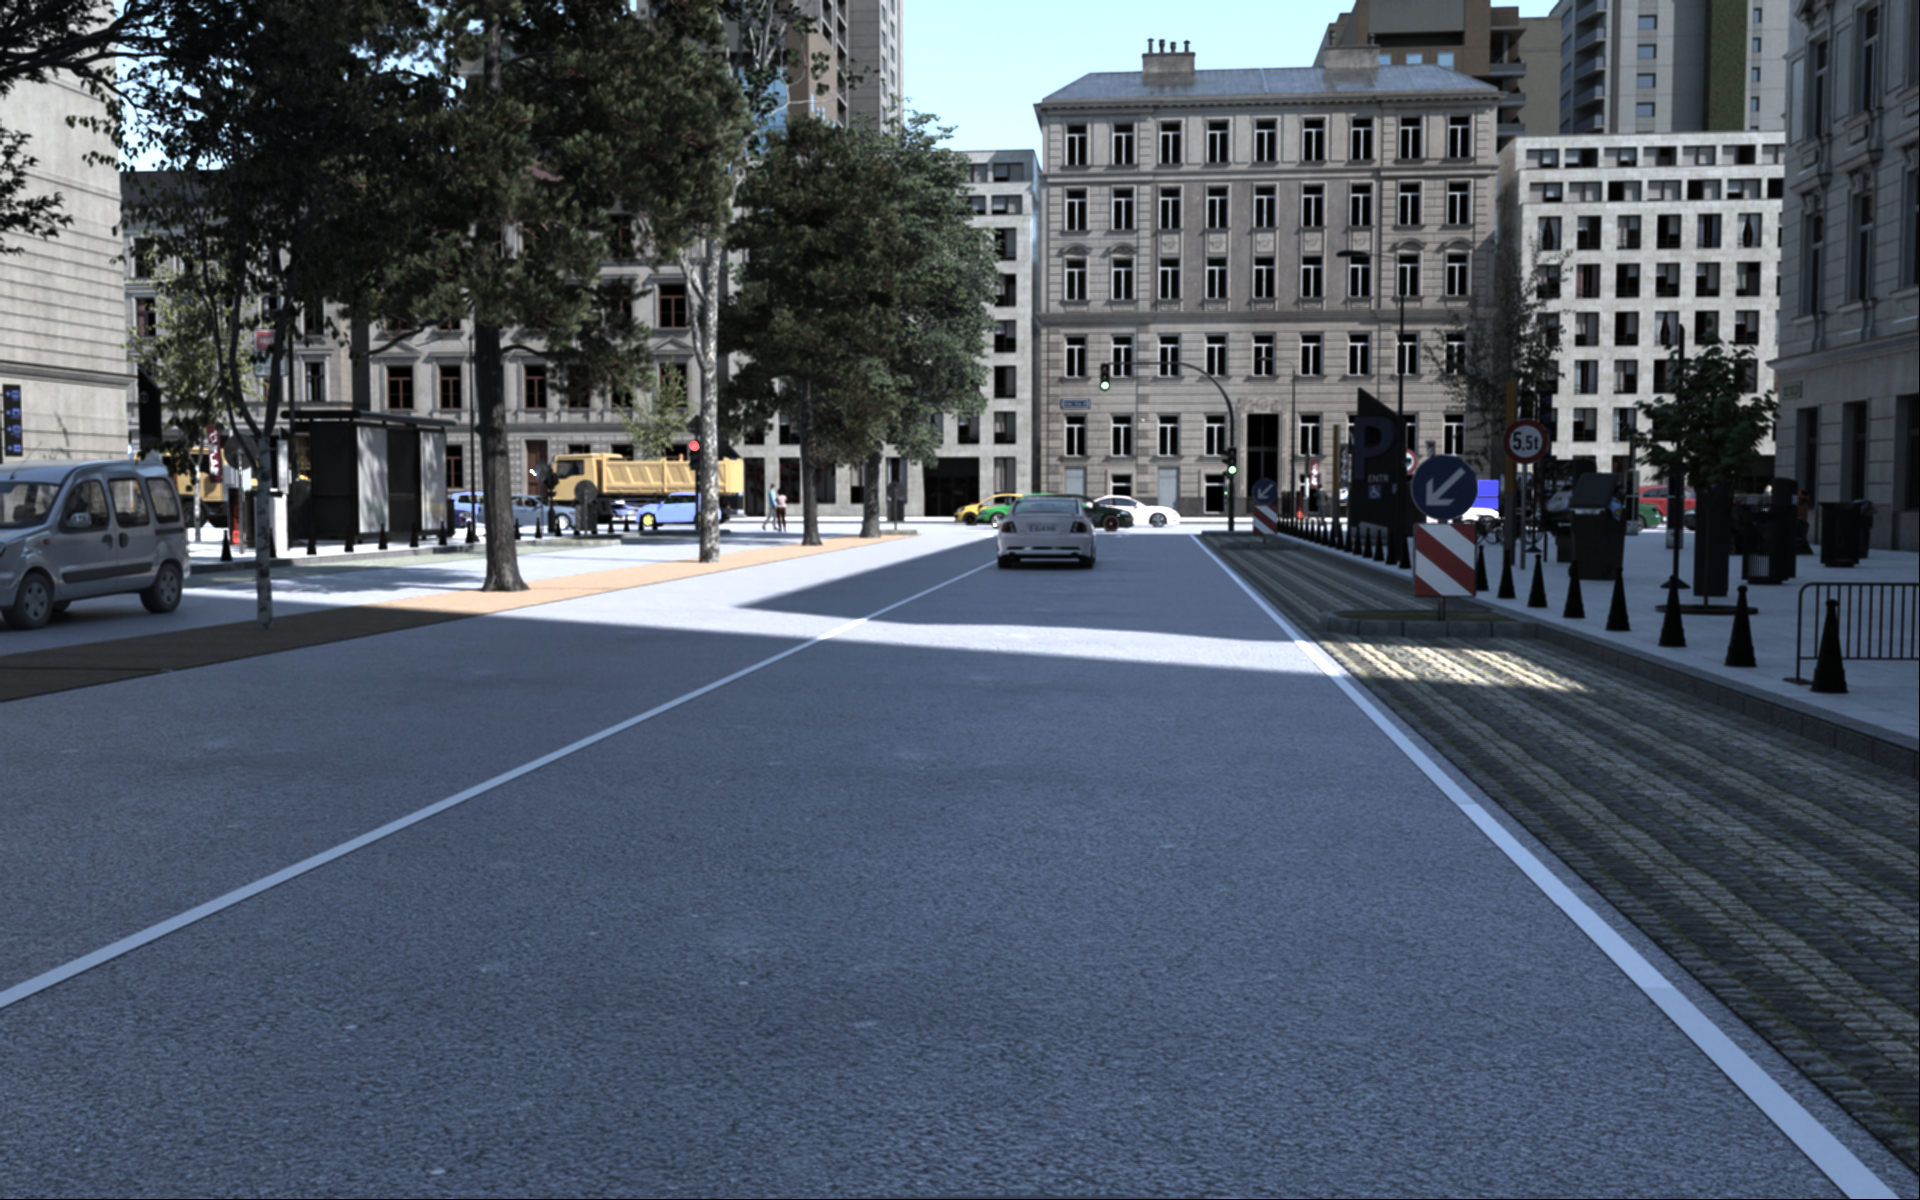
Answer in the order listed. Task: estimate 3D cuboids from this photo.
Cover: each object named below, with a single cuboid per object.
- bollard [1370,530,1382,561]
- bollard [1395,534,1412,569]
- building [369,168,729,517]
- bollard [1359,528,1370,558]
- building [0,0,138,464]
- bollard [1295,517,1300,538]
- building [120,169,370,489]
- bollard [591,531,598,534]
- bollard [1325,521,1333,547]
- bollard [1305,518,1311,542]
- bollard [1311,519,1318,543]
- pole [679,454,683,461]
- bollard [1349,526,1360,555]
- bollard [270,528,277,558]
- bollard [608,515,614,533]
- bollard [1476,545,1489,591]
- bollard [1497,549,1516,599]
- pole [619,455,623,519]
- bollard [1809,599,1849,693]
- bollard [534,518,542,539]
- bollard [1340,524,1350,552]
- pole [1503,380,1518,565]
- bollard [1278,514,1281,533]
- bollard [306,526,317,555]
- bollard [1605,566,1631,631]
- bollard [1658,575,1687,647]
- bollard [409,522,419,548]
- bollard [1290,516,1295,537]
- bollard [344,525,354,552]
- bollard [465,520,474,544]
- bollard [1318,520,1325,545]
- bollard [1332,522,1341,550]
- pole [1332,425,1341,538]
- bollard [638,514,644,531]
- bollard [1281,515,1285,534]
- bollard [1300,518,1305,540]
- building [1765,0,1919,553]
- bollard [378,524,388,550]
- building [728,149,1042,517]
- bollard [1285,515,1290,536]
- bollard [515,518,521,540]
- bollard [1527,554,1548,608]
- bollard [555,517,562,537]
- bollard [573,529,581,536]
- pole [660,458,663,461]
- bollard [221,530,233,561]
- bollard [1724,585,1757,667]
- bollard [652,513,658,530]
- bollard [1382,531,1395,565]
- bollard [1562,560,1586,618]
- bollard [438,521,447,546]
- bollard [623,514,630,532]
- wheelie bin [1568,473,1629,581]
[{"bbox_3d":[8.037,-1.050,33.210,0.229,0.601,0.229,0,3,0],"label":"bollard"},{"bbox_3d":[7.666,-0.843,29.817,0.229,0.601,0.229,0,3,0],"label":"bollard"},{"bbox_3d":[-23.669,-16.346,103.417,21.152,22.565,11.583,0,4,6],"label":"building"},{"bbox_3d":[8.222,-1.153,34.896,0.229,0.601,0.229,0,3,0],"label":"bollard"},{"bbox_3d":[-47.256,-16.491,46.042,44.131,29.872,17.030,0,4,6],"label":"building"},{"bbox_3d":[9.878,-2.083,50.098,0.229,0.601,0.229,0,3,0],"label":"bollard"},{"bbox_3d":[-54.726,-15.587,105.749,40.483,20.767,10.553,0,4,6],"label":"building"},{"bbox_3d":[-11.628,-2.387,55.062,0.229,0.601,0.229,0,3,0],"label":"bollard"},{"bbox_3d":[8.961,-1.567,41.659,0.229,0.601,0.229,0,3,0],"label":"bollard"},{"bbox_3d":[9.511,-1.877,46.725,0.229,0.601,0.229,0,3,0],"label":"bollard"},{"bbox_3d":[9.327,-1.774,45.039,0.229,0.601,0.229,0,3,0],"label":"bollard"},{"bbox_3d":[-14.136,-5.747,87.812,0.158,3.312,0.155,0,3,0],"label":"pole"},{"bbox_3d":[8.405,-1.256,36.582,0.229,0.601,0.229,0,3,0],"label":"bollard"},{"bbox_3d":[-13.837,-1.146,34.771,0.229,0.601,0.229,0,3,0],"label":"bollard"},{"bbox_3d":[-11.441,-2.490,56.751,0.229,0.601,0.229,0,3,0],"label":"bollard"},{"bbox_3d":[6.931,-0.429,23.053,0.229,0.601,0.229,0,3,0],"label":"bollard"},{"bbox_3d":[6.746,-0.325,21.361,0.229,0.601,0.229,0,3,0],"label":"bollard"},{"bbox_3d":[-17.508,-5.838,89.287,0.158,3.312,0.155,0,3,0],"label":"pole"},{"bbox_3d":[5.644,0.294,11.231,0.229,0.601,0.229,0,3,0],"label":"bollard"},{"bbox_3d":[-12.176,-2.077,50.001,0.229,0.601,0.229,0,3,0],"label":"bollard"},{"bbox_3d":[8.590,-1.360,38.284,0.229,0.601,0.229,0,3,0],"label":"bollard"},{"bbox_3d":[9.911,-2.283,31.167,0.158,3.312,0.155,0,3,0],"label":"pole"},{"bbox_3d":[10.614,-2.496,56.850,0.229,0.601,0.229,0,3,0],"label":"bollard"},{"bbox_3d":[-13.654,-1.249,36.458,0.229,0.601,0.229,0,3,0],"label":"bollard"},{"bbox_3d":[6.197,-0.016,16.297,0.229,0.601,0.229,0,3,0],"label":"bollard"},{"bbox_3d":[6.013,0.088,14.604,0.229,0.601,0.229,0,3,0],"label":"bollard"},{"bbox_3d":[-13.100,-1.560,41.546,0.229,0.601,0.229,0,3,0],"label":"bollard"},{"bbox_3d":[10.062,-2.186,51.785,0.229,0.601,0.229,0,3,0],"label":"bollard"},{"bbox_3d":[-13.467,-1.353,38.162,0.229,0.601,0.229,0,3,0],"label":"bollard"},{"bbox_3d":[-12.728,-1.766,44.921,0.229,0.601,0.229,0,3,0],"label":"bollard"},{"bbox_3d":[9.144,-1.670,43.352,0.229,0.601,0.229,0,3,0],"label":"bollard"},{"bbox_3d":[8.777,-1.464,39.970,0.229,0.601,0.229,0,3,0],"label":"bollard"},{"bbox_3d":[11.065,-3.492,50.930,0.158,3.312,0.155,0,3,0],"label":"pole"},{"bbox_3d":[-11.075,-2.696,60.125,0.229,0.601,0.229,0,3,0],"label":"bollard"},{"bbox_3d":[10.426,-2.392,55.158,0.229,0.601,0.229,0,3,0],"label":"bollard"},{"bbox_3d":[9.696,-1.980,48.411,0.229,0.601,0.229,0,3,0],"label":"bollard"},{"bbox_3d":[27.462,-15.126,23.733,17.030,29.872,44.131,0,4,6],"label":"building"},{"bbox_3d":[-13.282,-1.456,39.848,0.229,0.601,0.229,0,3,0],"label":"bollard"},{"bbox_3d":[-3.934,-15.021,100.349,16.860,20.320,10.420,0,4,6],"label":"building"},{"bbox_3d":[10.241,-2.289,53.471,0.229,0.601,0.229,0,3,0],"label":"bollard"},{"bbox_3d":[-12.358,-1.974,48.312,0.229,0.601,0.229,0,3,0],"label":"bollard"},{"bbox_3d":[6.563,-0.222,19.670,0.229,0.601,0.229,0,3,0],"label":"bollard"},{"bbox_3d":[-11.990,-2.180,51.689,0.229,0.601,0.229,0,3,0],"label":"bollard"},{"bbox_3d":[-11.812,-2.283,53.376,0.229,0.601,0.229,0,3,0],"label":"bollard"},{"bbox_3d":[-16.749,-6.325,97.264,0.158,3.312,0.155,0,3,0],"label":"pole"},{"bbox_3d":[-14.019,-1.042,33.083,0.229,0.601,0.229,0,3,0],"label":"bollard"},{"bbox_3d":[5.829,0.191,12.918,0.229,0.601,0.229,0,3,0],"label":"bollard"},{"bbox_3d":[-10.889,-2.799,61.811,0.229,0.601,0.229,0,3,0],"label":"bollard"},{"bbox_3d":[7.855,-0.947,31.523,0.229,0.601,0.229,0,3,0],"label":"bollard"},{"bbox_3d":[6.382,-0.119,17.983,0.229,0.601,0.229,0,3,0],"label":"bollard"},{"bbox_3d":[-12.915,-1.663,43.235,0.229,0.601,0.229,0,3,0],"label":"bollard"},{"bbox_3d":[-11.255,-2.593,58.438,0.229,0.601,0.229,0,3,0],"label":"bollard"},{"bbox_3d":[9.565,-1.106,25.992,0.693,1.594,0.980,-3,4,-38],"label":"wheelie bin"}]
